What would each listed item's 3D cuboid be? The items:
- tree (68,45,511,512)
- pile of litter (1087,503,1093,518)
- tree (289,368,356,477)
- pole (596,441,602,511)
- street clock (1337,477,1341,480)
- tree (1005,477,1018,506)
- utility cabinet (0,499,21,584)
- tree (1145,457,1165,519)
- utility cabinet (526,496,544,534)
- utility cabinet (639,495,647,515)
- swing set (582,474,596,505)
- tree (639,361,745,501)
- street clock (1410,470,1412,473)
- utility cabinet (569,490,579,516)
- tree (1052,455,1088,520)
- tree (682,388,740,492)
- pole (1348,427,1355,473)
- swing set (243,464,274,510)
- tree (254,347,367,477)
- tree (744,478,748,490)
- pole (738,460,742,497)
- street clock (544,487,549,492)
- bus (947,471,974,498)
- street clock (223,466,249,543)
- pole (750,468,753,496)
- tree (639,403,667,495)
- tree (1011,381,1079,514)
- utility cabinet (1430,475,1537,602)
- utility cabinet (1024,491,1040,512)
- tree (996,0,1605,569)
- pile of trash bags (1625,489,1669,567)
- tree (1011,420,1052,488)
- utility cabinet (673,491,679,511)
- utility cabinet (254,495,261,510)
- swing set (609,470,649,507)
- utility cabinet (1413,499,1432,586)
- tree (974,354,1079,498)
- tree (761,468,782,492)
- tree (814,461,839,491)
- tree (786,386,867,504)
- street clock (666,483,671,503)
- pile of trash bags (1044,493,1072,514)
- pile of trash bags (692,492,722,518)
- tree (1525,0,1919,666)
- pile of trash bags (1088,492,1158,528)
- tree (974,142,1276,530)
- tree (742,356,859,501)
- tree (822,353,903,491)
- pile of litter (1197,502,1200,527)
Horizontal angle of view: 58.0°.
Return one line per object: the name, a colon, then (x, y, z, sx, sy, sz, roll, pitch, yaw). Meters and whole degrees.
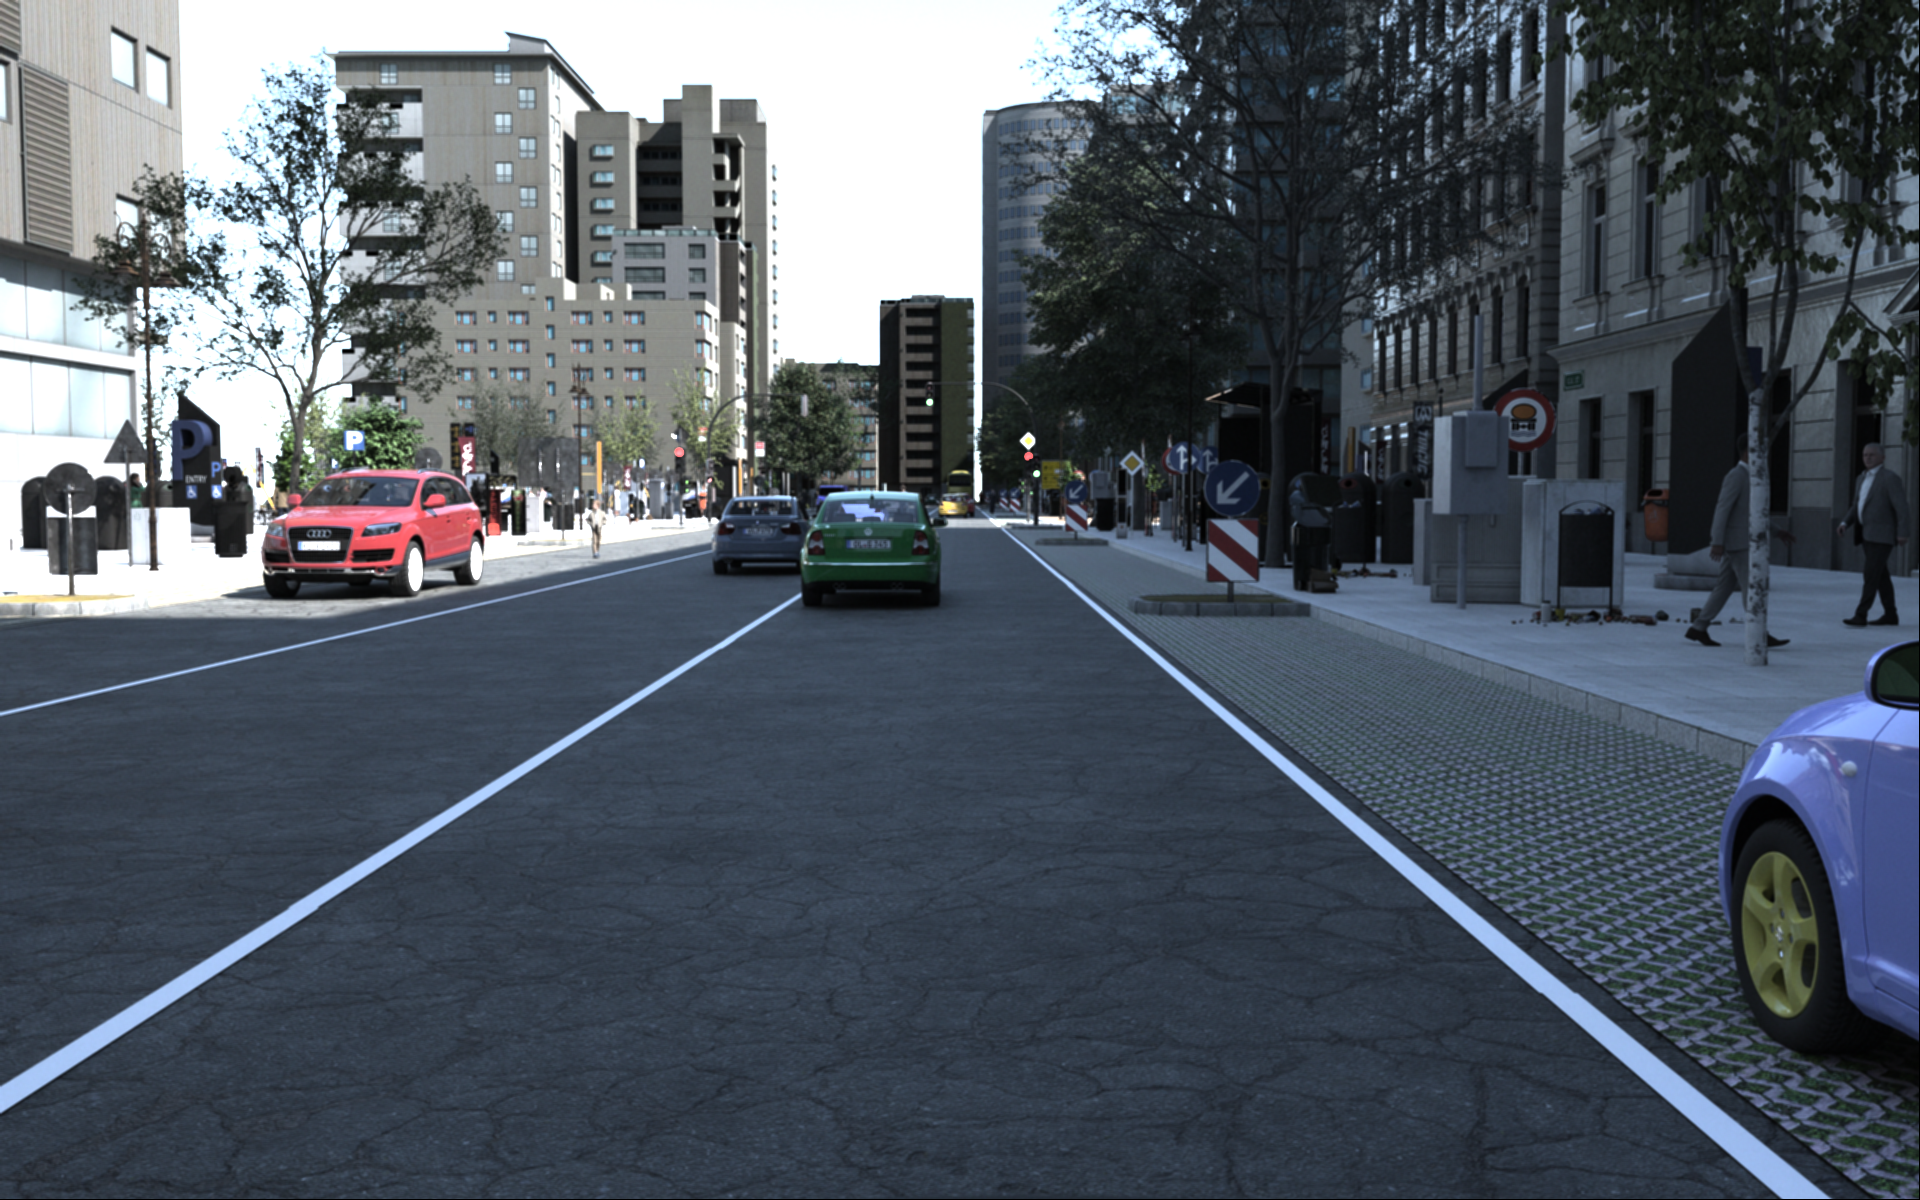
tree: (-14.073, -6.242, 36.473, 8.767, 10.594, 7.601, -3, 5, -43)
pile of litter: (7.087, -4.813, 92.665, 1.176, 0.858, 1.719, 1, 4, 23)
tree: (-37.139, -9.241, 101.450, 4.360, 8.622, 3.978, 0, 3, 0)
pole: (-14.002, -4.485, 67.167, 0.158, 3.312, 0.155, 0, 3, 0)
street clock: (15.681, -4.100, 71.612, 0.471, 2.002, 0.358, 1, 4, 13)
tree: (5.945, -11.944, 189.882, 1.663, 3.219, 1.824, 0, 3, 0)
utility cabinet: (-13.792, -0.832, 24.771, 0.306, 1.237, 1.020, -1, 4, -8)
tree: (9.578, -5.845, 90.175, 1.663, 3.219, 1.824, 0, 3, 0)
utility cabinet: (-14.105, -2.772, 56.481, 1.020, 1.237, 0.306, 1, 4, 13)
utility cabinet: (-19.624, -5.795, 105.909, 0.306, 1.237, 1.020, 2, 4, 35)
swing set: (-28.901, -8.324, 133.713, 3.119, 2.851, 2.862, 1, 4, 13)
tree: (-14.251, -8.872, 95.421, 4.737, 8.622, 4.395, 0, 3, 0)
street clock: (13.464, -2.856, 51.268, 0.358, 2.002, 0.471, 3, 5, 41)
utility cabinet: (-22.254, -5.572, 99.784, 0.318, 1.500, 1.173, -2, 4, -24)
tree: (5.367, -5.564, 85.575, 1.663, 3.219, 1.824, 0, 3, 0)
tree: (-17.045, -10.332, 119.296, 4.360, 8.622, 3.978, 0, 3, 0)
pole: (11.955, -3.614, 52.927, 0.158, 3.312, 0.155, 0, 3, 0)
swing set: (-37.023, -5.668, 90.299, 2.862, 2.851, 3.119, -1, 4, -23)
tree: (-32.144, -8.240, 85.089, 4.737, 8.622, 4.395, 0, 3, 0)
tree: (-14.400, -7.173, 111.875, 1.663, 3.219, 1.824, 0, 3, 0)
pole: (-13.002, -6.640, 102.400, 0.158, 3.312, 0.155, 0, 3, 0)
street clock: (-23.858, -5.826, 99.828, 0.358, 2.002, 0.471, -2, 4, -35)
bus: (0.004, -11.646, 181.963, 2.896, 3.916, 12.252, 0, 4, 0)
street clock: (-18.658, -2.442, 44.500, 0.471, 2.002, 0.358, 2, 4, 28)
pole: (-16.277, -8.640, 135.108, 0.158, 3.312, 0.155, 0, 3, 0)
tree: (-24.412, -11.173, 133.036, 4.360, 8.622, 3.978, 0, 3, 0)
tree: (5.514, -9.944, 112.950, 4.360, 8.622, 3.978, 0, 3, 0)
utility cabinet: (6.164, -0.717, 20.397, 1.173, 1.500, 0.318, 1, 4, 17)
utility cabinet: (5.184, -7.074, 124.337, 1.173, 1.500, 0.318, -1, 4, -12)
tree: (5.564, -7.299, 29.702, 12.009, 13.543, 11.850, 0, 3, 0)
pile of trash bags: (11.566, -1.334, 31.564, 1.912, 1.369, 3.447, -2, 4, -31)
tree: (5.978, -12.142, 148.889, 4.737, 8.622, 4.395, 0, 3, 0)
utility cabinet: (-20.748, -7.155, 125.657, 0.318, 1.500, 1.173, 1, 4, 19)
utility cabinet: (-49.825, -6.828, 122.794, 0.306, 1.237, 1.020, -2, 4, -31)
swing set: (-21.075, -6.922, 110.796, 2.862, 2.851, 3.119, 0, 4, 2)
utility cabinet: (6.933, -0.817, 24.518, 1.020, 1.237, 0.306, -1, 4, -20)
tree: (6.027, -13.604, 140.549, 7.486, 12.596, 7.792, 0, 3, 0)
tree: (-13.978, -8.145, 127.770, 1.663, 3.219, 1.824, 0, 3, 0)
tree: (-13.937, -13.441, 170.120, 4.737, 8.622, 4.395, 0, 3, 0)
tree: (-13.886, -14.398, 161.166, 9.928, 11.665, 9.643, 0, 3, 0)
street clock: (-22.964, -8.079, 136.657, 0.358, 2.002, 0.471, -1, 4, -15)
pile of trash bags: (6.392, -6.047, 108.617, 1.912, 1.369, 3.447, 0, 4, -6)
pile of trash bags: (-13.716, -5.077, 92.754, 1.912, 1.369, 3.447, 0, 4, -6)
tree: (5.904, -3.803, 12.539, 4.737, 8.622, 4.395, 0, 3, 0)
pile of trash bags: (6.519, -3.503, 67.028, 1.912, 1.369, 3.447, -2, 4, -31)
tree: (6.355, -9.446, 61.099, 9.857, 13.997, 8.962, 0, 3, 0)
tree: (-13.394, -13.900, 144.267, 9.611, 12.733, 9.660, 0, 3, 0)
tree: (-14.076, -23.036, 232.521, 12.611, 20.169, 13.585, 0, 3, 0)
pile of litter: (9.797, -3.324, 68.318, 1.176, 0.858, 1.719, 0, 4, 2)
